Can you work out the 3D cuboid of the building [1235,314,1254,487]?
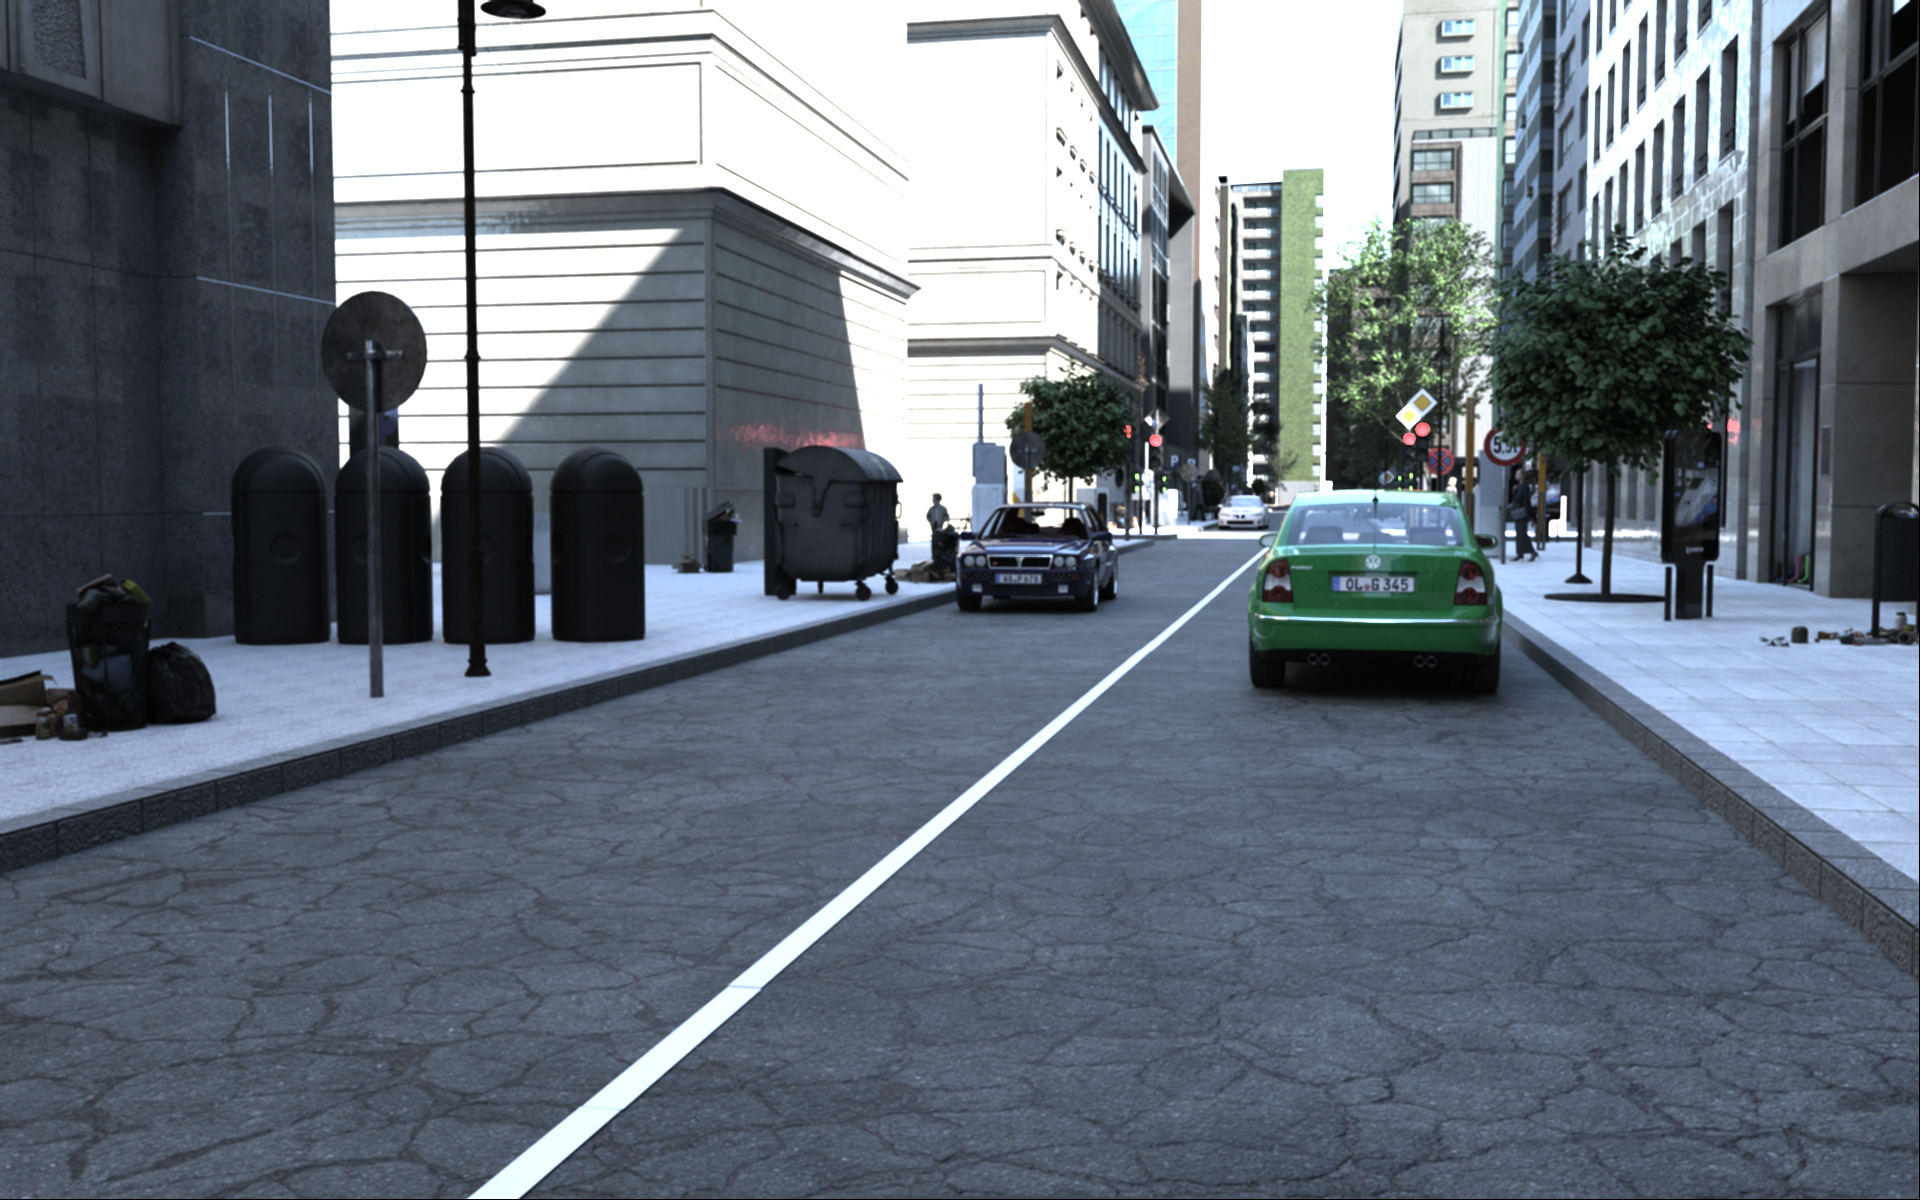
[{"bbox_3d":[16.941,-21.122,190.386,28.899,21.520,27.650,1,4,12],"label":"building"}]

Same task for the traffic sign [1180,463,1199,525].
[{"bbox_3d":[9.506,-4.390,71.887,0.768,2.556,0.104,1,4,16],"label":"traffic sign"}]

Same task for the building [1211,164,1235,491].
[{"bbox_3d":[16.209,-23.248,151.802,14.160,30.474,14.107,1,4,12],"label":"building"}]

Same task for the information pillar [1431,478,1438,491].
[{"bbox_3d":[21.170,-4.457,77.356,0.304,2.012,0.304,1,4,18],"label":"information pillar"}]

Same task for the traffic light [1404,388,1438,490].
[{"bbox_3d":[12.209,-3.485,45.908,0.839,4.253,0.868,1,4,12],"label":"traffic light"}]

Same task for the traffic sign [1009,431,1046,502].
[{"bbox_3d":[1.357,-2.149,35.235,0.768,2.556,0.104,1,4,18],"label":"traffic sign"}]

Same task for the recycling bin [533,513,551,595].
[{"bbox_3d":[-5.673,-0.594,22.273,0.722,1.027,0.722,-2,4,-34],"label":"recycling bin"}]

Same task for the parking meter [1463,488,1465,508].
[{"bbox_3d":[19.661,-3.581,66.962,0.372,1.533,0.369,0,3,0],"label":"parking meter"}]

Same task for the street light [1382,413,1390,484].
[{"bbox_3d":[22.089,-7.157,89.801,0.468,5.910,1.993,1,4,12],"label":"street light"}]

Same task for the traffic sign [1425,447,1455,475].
[{"bbox_3d":[12.986,-2.863,46.911,0.768,2.556,0.104,1,4,15],"label":"traffic sign"}]

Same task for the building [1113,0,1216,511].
[{"bbox_3d":[12.721,-29.819,137.647,14.600,45.320,14.200,1,4,12],"label":"building"}]

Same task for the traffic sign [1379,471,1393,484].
[{"bbox_3d":[23.726,-5.891,96.424,0.768,2.556,0.104,1,4,14],"label":"traffic sign"}]

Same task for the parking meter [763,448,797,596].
[{"bbox_3d":[-2.278,-0.995,21.981,0.255,1.863,0.399,3,4,36],"label":"parking meter"}]

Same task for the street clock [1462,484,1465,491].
[{"bbox_3d":[34.371,-6.979,118.678,0.471,2.002,0.358,2,4,33],"label":"street clock"}]

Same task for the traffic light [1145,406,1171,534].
[{"bbox_3d":[6.294,-4.061,55.324,0.839,4.253,0.868,1,4,12],"label":"traffic light"}]

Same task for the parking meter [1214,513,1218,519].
[{"bbox_3d":[13.339,-4.968,89.639,0.372,1.533,0.369,0,3,0],"label":"parking meter"}]

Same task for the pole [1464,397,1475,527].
[{"bbox_3d":[10.779,-2.618,36.647,0.158,3.312,0.155,0,3,0],"label":"pole"}]

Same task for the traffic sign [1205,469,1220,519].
[{"bbox_3d":[12.905,-5.406,88.496,0.768,2.556,0.104,1,4,18],"label":"traffic sign"}]

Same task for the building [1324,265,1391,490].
[{"bbox_3d":[53.019,-27.289,217.871,14.107,30.474,14.160,1,4,12],"label":"building"}]

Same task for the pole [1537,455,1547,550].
[{"bbox_3d":[13.254,-2.787,39.406,0.158,3.312,0.155,0,3,0],"label":"pole"}]

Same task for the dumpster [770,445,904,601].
[{"bbox_3d":[-1.514,-0.962,21.481,1.264,1.857,1.865,1,4,12],"label":"dumpster"}]

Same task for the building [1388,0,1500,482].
[{"bbox_3d":[50.146,-32.556,155.986,21.300,48.544,21.600,1,4,12],"label":"building"}]

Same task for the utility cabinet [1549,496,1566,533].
[{"bbox_3d":[19.484,-2.800,56.949,1.020,1.237,0.306,-2,4,-33],"label":"utility cabinet"}]

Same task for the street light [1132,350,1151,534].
[{"bbox_3d":[5.827,-5.070,55.674,0.468,5.910,1.993,1,4,12],"label":"street light"}]

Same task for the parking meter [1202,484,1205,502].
[{"bbox_3d":[11.935,-4.915,86.071,0.399,1.863,0.255,-1,4,-12],"label":"parking meter"}]

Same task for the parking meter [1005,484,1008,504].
[{"bbox_3d":[0.737,-1.535,33.507,0.372,1.533,0.369,0,3,0],"label":"parking meter"}]

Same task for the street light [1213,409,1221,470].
[{"bbox_3d":[13.675,-7.313,92.358,0.468,5.910,1.993,1,4,12],"label":"street light"}]

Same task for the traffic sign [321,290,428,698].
[{"bbox_3d":[-3.687,-0.659,10.874,0.768,2.556,0.104,1,4,17],"label":"traffic sign"}]

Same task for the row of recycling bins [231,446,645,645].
[{"bbox_3d":[-4.538,-0.491,15.144,3.534,1.692,1.069,0,4,-6],"label":"row of recycling bins"}]

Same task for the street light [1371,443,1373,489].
[{"bbox_3d":[30.040,-9.394,126.380,0.468,5.910,1.993,1,4,12],"label":"street light"}]

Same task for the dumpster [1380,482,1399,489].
[{"bbox_3d":[20.386,-4.635,81.547,1.264,1.857,1.865,1,4,12],"label":"dumpster"}]

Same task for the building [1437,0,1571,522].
[{"bbox_3d":[39.675,-23.845,81.741,32.217,40.220,23.993,1,4,12],"label":"building"}]

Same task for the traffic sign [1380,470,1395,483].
[{"bbox_3d":[23.390,-5.806,94.653,0.795,2.593,0.064,1,4,14],"label":"traffic sign"}]

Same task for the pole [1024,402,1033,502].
[{"bbox_3d":[1.521,-2.727,38.435,0.158,3.312,0.155,0,3,0],"label":"pole"}]

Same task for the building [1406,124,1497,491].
[{"bbox_3d":[43.100,-22.478,139.209,14.160,30.474,14.107,1,4,12],"label":"building"}]

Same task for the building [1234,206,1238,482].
[{"bbox_3d":[19.125,-24.145,166.467,14.160,30.474,14.107,1,4,12],"label":"building"}]

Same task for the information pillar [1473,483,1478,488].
[{"bbox_3d":[34.687,-6.864,116.720,0.304,2.012,0.304,3,5,41],"label":"information pillar"}]

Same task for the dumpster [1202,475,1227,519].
[{"bbox_3d":[12.608,-5.181,87.208,1.502,2.255,1.985,1,4,12],"label":"dumpster"}]

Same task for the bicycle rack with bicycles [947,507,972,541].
[{"bbox_3d":[1.066,-2.092,47.593,2.852,0.926,2.925,2,4,31],"label":"bicycle rack with bicycles"}]

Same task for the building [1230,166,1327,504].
[{"bbox_3d":[39.151,-32.814,220.096,14.086,41.232,14.154,1,4,12],"label":"building"}]

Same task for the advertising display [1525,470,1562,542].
[{"bbox_3d":[15.451,-2.491,45.941,0.974,1.923,0.123,0,4,-1],"label":"advertising display"}]

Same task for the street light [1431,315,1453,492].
[{"bbox_3d":[12.460,-4.412,44.931,0.468,5.910,1.993,1,4,12],"label":"street light"}]

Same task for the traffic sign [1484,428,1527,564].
[{"bbox_3d":[9.962,-1.932,31.692,0.768,2.556,0.104,1,4,14],"label":"traffic sign"}]

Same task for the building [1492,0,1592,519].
[{"bbox_3d":[40.914,-26.022,109.047,14.154,41.232,14.086,1,4,12],"label":"building"}]

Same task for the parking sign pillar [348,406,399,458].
[{"bbox_3d":[-9.316,-2.392,27.574,1.447,3.967,1.447,0,4,-2],"label":"parking sign pillar"}]

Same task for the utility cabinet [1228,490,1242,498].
[{"bbox_3d":[16.890,-5.973,106.343,0.318,1.500,1.173,-1,4,-23],"label":"utility cabinet"}]

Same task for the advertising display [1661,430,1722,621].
[{"bbox_3d":[7.500,-0.768,17.768,0.974,1.923,0.123,-3,5,-40],"label":"advertising display"}]

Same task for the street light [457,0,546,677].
[{"bbox_3d":[-3.408,-2.402,12.060,0.468,5.910,1.993,1,4,12],"label":"street light"}]

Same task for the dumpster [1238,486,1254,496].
[{"bbox_3d":[19.464,-6.896,118.508,1.264,1.857,1.865,1,4,12],"label":"dumpster"}]

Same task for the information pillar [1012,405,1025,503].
[{"bbox_3d":[1.546,-3.270,44.812,0.504,3.616,0.183,-3,5,-41],"label":"information pillar"}]

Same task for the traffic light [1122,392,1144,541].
[{"bbox_3d":[4.617,-3.584,47.516,0.839,4.253,0.868,1,4,12],"label":"traffic light"}]

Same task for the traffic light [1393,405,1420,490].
[{"bbox_3d":[13.886,-3.963,53.715,0.839,4.253,0.868,1,4,12],"label":"traffic light"}]
